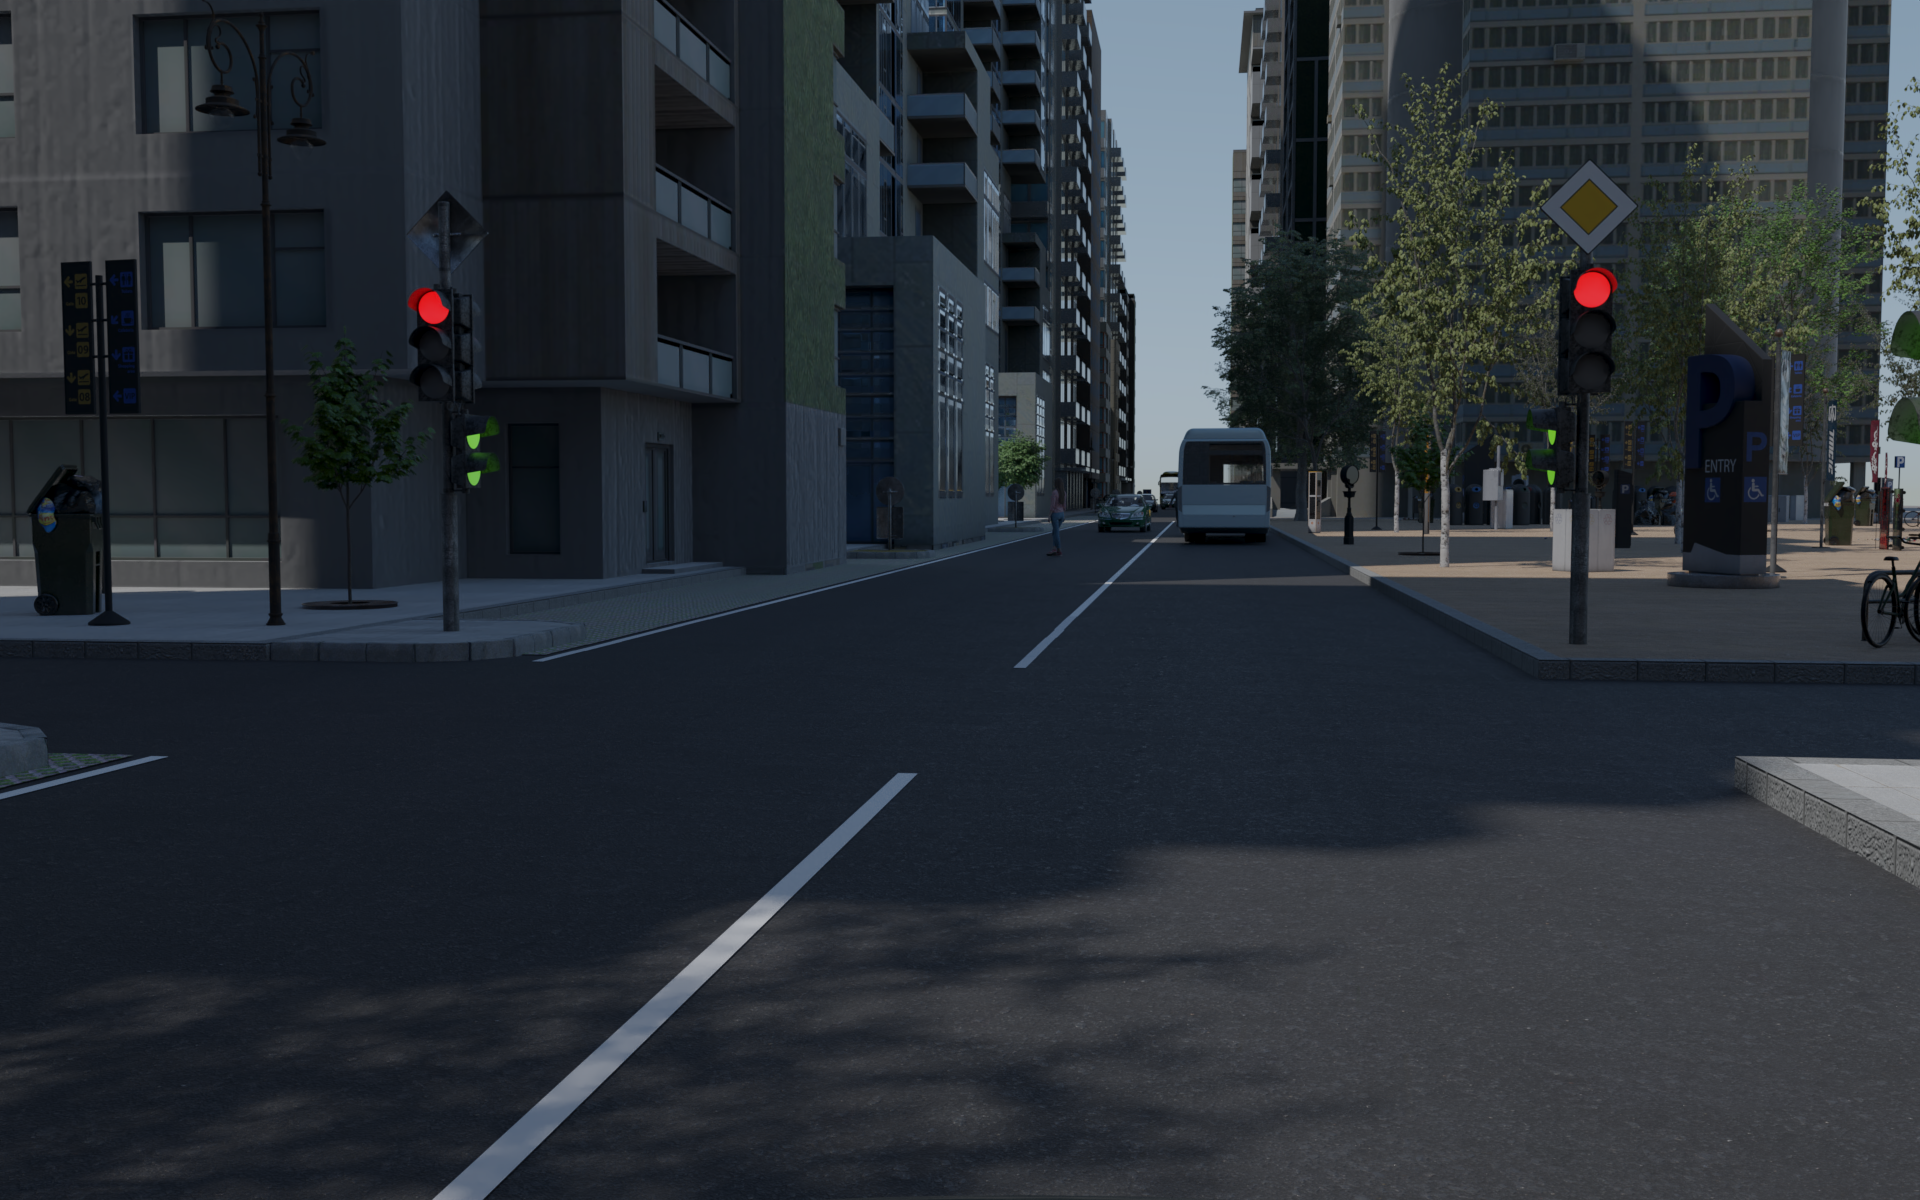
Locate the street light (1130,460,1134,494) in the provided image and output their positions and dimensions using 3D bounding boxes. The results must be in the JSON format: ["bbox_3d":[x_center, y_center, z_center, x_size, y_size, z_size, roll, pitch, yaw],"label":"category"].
[{"bbox_3d":[21.993,-15.228,221.771,0.468,5.910,1.993,0,4,8],"label":"street light"}]

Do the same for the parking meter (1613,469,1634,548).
[{"bbox_3d":[15.720,-2.162,41.053,0.399,1.863,0.255,0,4,-1],"label":"parking meter"}]

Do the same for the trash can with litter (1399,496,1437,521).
[{"bbox_3d":[22.175,-4.498,84.592,1.678,1.210,2.233,-1,4,-17],"label":"trash can with litter"}]

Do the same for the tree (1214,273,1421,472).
[{"bbox_3d":[14.996,-8.439,72.391,8.767,10.594,7.601,0,4,3],"label":"tree"}]

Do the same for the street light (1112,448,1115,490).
[{"bbox_3d":[15.516,-12.381,175.219,0.468,5.910,1.993,0,4,8],"label":"street light"}]

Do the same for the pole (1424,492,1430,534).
[{"bbox_3d":[14.878,-3.752,55.190,0.158,3.312,0.155,0,3,0],"label":"pole"}]

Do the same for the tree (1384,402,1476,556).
[{"bbox_3d":[9.692,-2.562,36.487,1.663,3.219,1.824,0,3,0],"label":"tree"}]

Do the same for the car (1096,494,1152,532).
[{"bbox_3d":[6.344,-3.343,66.460,2.131,1.459,4.920,1,4,10],"label":"car"}]

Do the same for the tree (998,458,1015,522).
[{"bbox_3d":[1.446,-5.293,81.142,1.663,3.219,1.824,0,3,0],"label":"tree"}]

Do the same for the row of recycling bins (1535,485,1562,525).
[{"bbox_3d":[23.826,-4.072,73.688,3.534,1.692,1.069,2,4,34],"label":"row of recycling bins"}]

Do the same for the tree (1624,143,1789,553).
[{"bbox_3d":[15.971,-5.322,37.378,4.737,8.622,4.395,0,3,0],"label":"tree"}]

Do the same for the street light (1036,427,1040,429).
[{"bbox_3d":[3.980,-7.357,93.082,0.468,5.910,1.993,0,4,8],"label":"street light"}]

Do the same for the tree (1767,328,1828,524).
[{"bbox_3d":[35.766,-7.504,73.056,4.360,8.622,3.978,0,3,0],"label":"tree"}]

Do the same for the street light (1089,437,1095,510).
[{"bbox_3d":[10.586,-10.204,139.616,0.468,5.910,1.993,0,4,8],"label":"street light"}]

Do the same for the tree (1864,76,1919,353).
[{"bbox_3d":[16.780,-4.774,28.418,4.737,8.622,4.395,0,3,0],"label":"tree"}]

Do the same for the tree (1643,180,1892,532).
[{"bbox_3d":[27.263,-8.139,58.821,9.928,11.665,9.643,0,3,0],"label":"tree"}]

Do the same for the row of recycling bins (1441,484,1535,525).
[{"bbox_3d":[21.652,-3.935,71.448,3.534,1.692,1.069,0,4,6],"label":"row of recycling bins"}]

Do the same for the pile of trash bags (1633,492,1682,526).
[{"bbox_3d":[29.153,-3.790,71.714,1.912,1.369,3.447,3,4,38],"label":"pile of trash bags"}]

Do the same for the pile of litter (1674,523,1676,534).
[{"bbox_3d":[22.986,-2.466,54.278,1.719,0.858,1.176,-3,5,-42],"label":"pile of litter"}]

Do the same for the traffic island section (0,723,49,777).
[{"bbox_3d":[-5.892,0.854,8.325,2.009,0.180,2.903,0,4,8],"label":"traffic island section"}]

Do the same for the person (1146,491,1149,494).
[{"bbox_3d":[19.876,-10.714,184.504,0.721,1.723,1.217,-3,5,-39],"label":"person"}]

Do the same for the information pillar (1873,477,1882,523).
[{"bbox_3d":[40.095,-4.356,75.706,0.304,2.012,0.304,2,4,32],"label":"information pillar"}]

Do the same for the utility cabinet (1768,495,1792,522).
[{"bbox_3d":[37.434,-4.172,79.380,0.306,1.237,1.020,-3,4,-36],"label":"utility cabinet"}]

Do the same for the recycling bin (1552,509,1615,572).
[{"bbox_3d":[10.345,-0.990,28.734,0.722,1.027,0.722,-1,4,-19],"label":"recycling bin"}]

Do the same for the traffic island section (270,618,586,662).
[{"bbox_3d":[-4.783,0.370,16.233,2.009,0.180,2.903,0,4,8],"label":"traffic island section"}]

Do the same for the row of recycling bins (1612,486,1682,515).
[{"bbox_3d":[34.056,-4.822,85.952,3.534,1.692,1.069,-1,4,-9],"label":"row of recycling bins"}]

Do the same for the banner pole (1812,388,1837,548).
[{"bbox_3d":[20.437,-3.105,40.788,0.401,3.779,0.863,0,4,3],"label":"banner pole"}]

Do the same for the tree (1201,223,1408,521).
[{"bbox_3d":[16.432,-10.753,82.465,9.857,13.997,8.962,0,3,0],"label":"tree"}]

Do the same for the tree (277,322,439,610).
[{"bbox_3d":[-6.968,-1.518,19.427,1.663,3.219,1.824,0,3,0],"label":"tree"}]

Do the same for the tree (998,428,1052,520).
[{"bbox_3d":[2.965,-6.300,86.715,4.285,4.588,4.351,0,3,0],"label":"tree"}]

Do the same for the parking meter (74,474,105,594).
[{"bbox_3d":[-11.200,-0.846,22.249,0.372,1.533,0.369,0,3,0],"label":"parking meter"}]

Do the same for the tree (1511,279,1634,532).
[{"bbox_3d":[20.311,-6.623,58.645,4.360,8.622,3.978,0,3,0],"label":"tree"}]

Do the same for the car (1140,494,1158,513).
[{"bbox_3d":[14.564,-7.706,135.781,2.009,1.686,4.222,1,4,10],"label":"car"}]

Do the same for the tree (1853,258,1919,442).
[{"bbox_3d":[28.686,-6.160,51.086,4.360,8.622,3.978,0,3,0],"label":"tree"}]

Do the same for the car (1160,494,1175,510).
[{"bbox_3d":[19.745,-9.145,161.314,2.131,1.459,4.920,1,4,10],"label":"car"}]

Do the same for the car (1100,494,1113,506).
[{"bbox_3d":[11.522,-7.410,130.941,2.009,1.686,4.222,0,4,6],"label":"car"}]

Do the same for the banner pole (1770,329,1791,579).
[{"bbox_3d":[12.563,-2.233,26.525,0.401,3.779,0.863,3,5,41],"label":"banner pole"}]

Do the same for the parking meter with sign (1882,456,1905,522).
[{"bbox_3d":[42.773,-5.132,80.162,0.543,3.016,1.738,-1,4,-18],"label":"parking meter with sign"}]

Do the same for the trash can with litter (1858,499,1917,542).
[{"bbox_3d":[25.488,-2.213,47.234,1.678,1.210,2.233,2,4,25],"label":"trash can with litter"}]

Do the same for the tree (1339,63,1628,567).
[{"bbox_3d":[8.523,-4.865,29.912,4.737,8.622,4.395,0,3,0],"label":"tree"}]

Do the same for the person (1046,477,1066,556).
[{"bbox_3d":[2.255,-1.932,40.094,0.388,1.821,0.555,2,4,34],"label":"person"}]

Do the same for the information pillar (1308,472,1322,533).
[{"bbox_3d":[11.612,-3.191,56.672,0.304,2.012,0.304,3,5,44],"label":"information pillar"}]

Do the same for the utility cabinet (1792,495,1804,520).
[{"bbox_3d":[41.050,-4.507,84.857,1.020,1.237,0.306,-3,4,-38],"label":"utility cabinet"}]

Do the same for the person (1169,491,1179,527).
[{"bbox_3d":[9.647,-4.159,76.280,0.659,1.850,0.755,2,4,28],"label":"person"}]

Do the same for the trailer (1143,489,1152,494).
[{"bbox_3d":[21.961,-12.007,203.368,1.471,1.999,3.904,0,4,7],"label":"trailer"}]

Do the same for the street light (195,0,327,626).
[{"bbox_3d":[-6.697,-2.690,16.775,0.468,5.910,1.993,0,4,8],"label":"street light"}]
